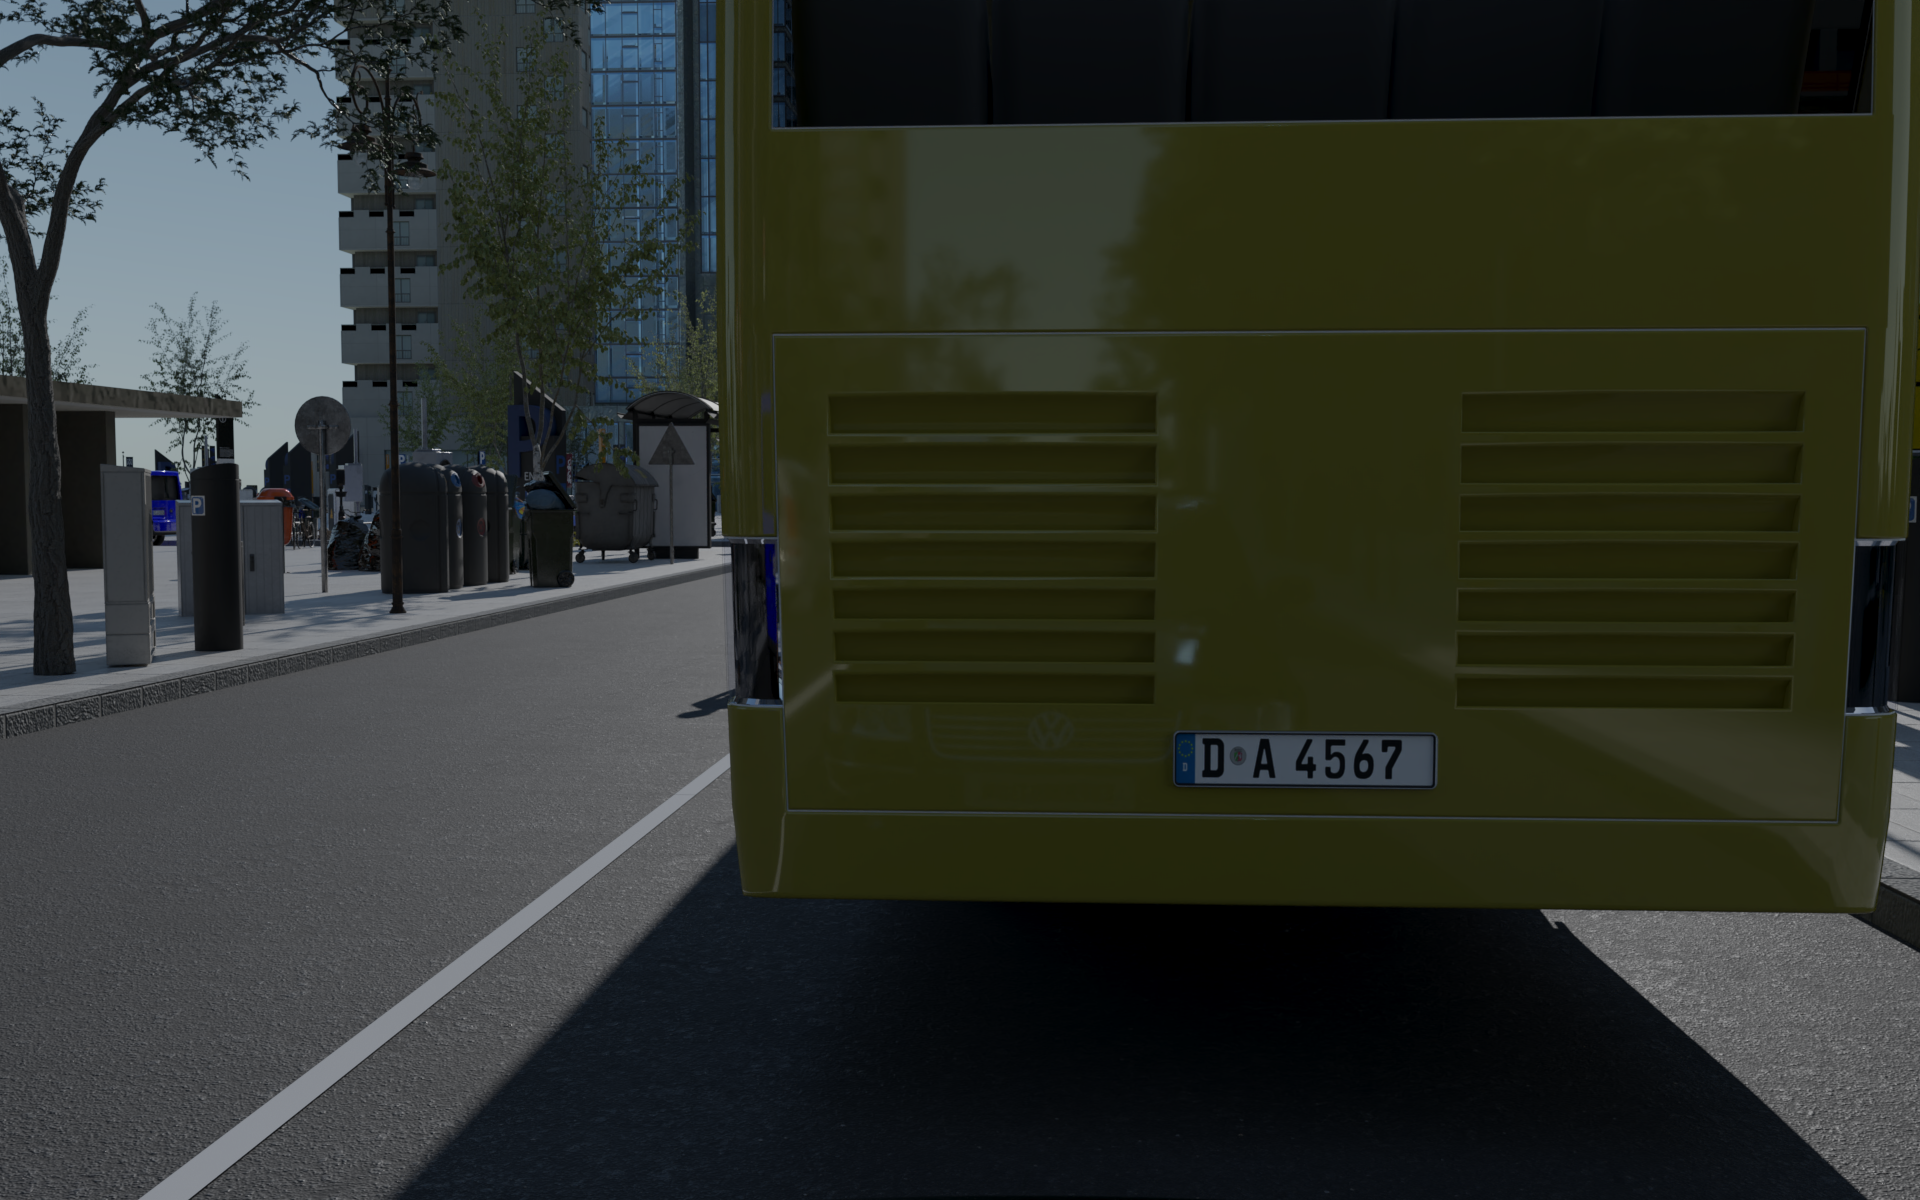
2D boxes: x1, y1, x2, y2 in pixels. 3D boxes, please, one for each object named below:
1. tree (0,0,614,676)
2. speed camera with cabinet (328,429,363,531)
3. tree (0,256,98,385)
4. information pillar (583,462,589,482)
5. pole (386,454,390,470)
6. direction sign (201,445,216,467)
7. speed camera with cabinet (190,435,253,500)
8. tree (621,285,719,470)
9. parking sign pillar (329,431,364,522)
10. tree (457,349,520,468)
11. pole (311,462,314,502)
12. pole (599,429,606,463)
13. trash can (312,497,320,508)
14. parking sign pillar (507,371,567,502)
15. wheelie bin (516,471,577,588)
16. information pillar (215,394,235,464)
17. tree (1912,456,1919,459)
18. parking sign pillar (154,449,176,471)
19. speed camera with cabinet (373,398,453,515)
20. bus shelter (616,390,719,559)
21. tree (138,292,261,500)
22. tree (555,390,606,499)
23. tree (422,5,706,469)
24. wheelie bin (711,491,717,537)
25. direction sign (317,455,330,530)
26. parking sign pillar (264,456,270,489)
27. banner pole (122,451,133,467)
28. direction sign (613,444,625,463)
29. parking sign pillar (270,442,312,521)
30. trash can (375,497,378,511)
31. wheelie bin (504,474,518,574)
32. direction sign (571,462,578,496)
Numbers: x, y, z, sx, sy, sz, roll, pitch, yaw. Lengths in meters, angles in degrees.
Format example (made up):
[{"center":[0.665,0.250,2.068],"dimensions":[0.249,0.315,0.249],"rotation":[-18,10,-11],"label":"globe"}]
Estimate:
[{"center":[-6.474,-4.769,12.382],"dimensions":[8.767,10.594,7.601],"rotation":[0,4,-7],"label":"tree"},{"center":[-18.837,-3.588,53.005],"dimensions":[0.660,3.252,2.038],"rotation":[-2,4,-33],"label":"speed camera with cabinet"},{"center":[-28.576,-6.250,52.543],"dimensions":[4.360,8.622,3.978],"rotation":[0,3,0],"label":"tree"},{"center":[-26.892,-8.153,124.659],"dimensions":[0.504,3.616,0.183],"rotation":[-2,4,-27],"label":"information pillar"},{"center":[-29.466,-5.836,89.257],"dimensions":[0.158,3.312,0.155],"rotation":[0,3,0],"label":"pole"},{"center":[-35.013,-5.429,80.767],"dimensions":[0.379,3.537,0.876],"rotation":[1,4,17],"label":"direction sign"},{"center":[-25.196,-3.961,59.104],"dimensions":[0.660,3.252,2.038],"rotation":[2,4,31],"label":"speed camera with cabinet"},{"center":[-9.291,-6.733,60.448],"dimensions":[4.360,8.622,3.978],"rotation":[0,3,0],"label":"tree"},{"center":[-26.091,-5.197,73.440],"dimensions":[1.447,3.967,1.447],"rotation":[2,4,27],"label":"parking sign pillar"},{"center":[-23.198,-8.326,86.497],"dimensions":[4.360,8.622,3.978],"rotation":[0,3,0],"label":"tree"},{"center":[-40.580,-7.006,108.396],"dimensions":[0.158,3.312,0.155],"rotation":[0,3,0],"label":"pole"},{"center":[-11.171,-3.688,54.142],"dimensions":[0.158,3.312,0.155],"rotation":[0,3,0],"label":"pole"},{"center":[-36.016,-5.253,97.542],"dimensions":[0.748,1.137,0.748],"rotation":[0,3,0],"label":"trash can"},{"center":[-9.229,-3.015,37.763],"dimensions":[1.447,3.967,1.447],"rotation":[2,4,25],"label":"parking sign pillar"},{"center":[-5.671,-0.979,23.915],"dimensions":[0.693,1.594,0.980],"rotation":[-1,4,-20],"label":"wheelie bin"},{"center":[-17.272,-3.020,40.724],"dimensions":[0.183,3.616,0.504],"rotation":[1,4,22],"label":"information pillar"},{"center":[15.902,-2.743,28.562],"dimensions":[4.285,4.588,4.351],"rotation":[0,3,0],"label":"tree"},{"center":[-47.911,-7.106,104.652],"dimensions":[1.447,3.967,1.447],"rotation":[2,4,31],"label":"parking sign pillar"},{"center":[-11.030,-2.494,35.121],"dimensions":[0.660,3.252,2.038],"rotation":[1,4,13],"label":"speed camera with cabinet"},{"center":[-5.542,-2.613,36.653],"dimensions":[2.014,3.302,5.546],"rotation":[0,4,4],"label":"bus shelter"},{"center":[-28.273,-6.943,63.885],"dimensions":[4.360,8.622,3.978],"rotation":[0,3,0],"label":"tree"},{"center":[-26.137,-10.216,117.393],"dimensions":[4.360,8.622,3.978],"rotation":[0,3,0],"label":"tree"},{"center":[-6.350,-4.661,26.563],"dimensions":[4.737,8.622,4.395],"rotation":[0,3,0],"label":"tree"},{"center":[-7.729,-2.712,52.248],"dimensions":[0.693,1.594,0.980],"rotation":[-2,4,-24],"label":"wheelie bin"},{"center":[-22.204,-4.185,60.428],"dimensions":[0.876,3.537,0.379],"rotation":[3,5,43],"label":"direction sign"},{"center":[-34.995,-6.129,88.681],"dimensions":[1.447,3.967,1.447],"rotation":[2,4,24],"label":"parking sign pillar"},{"center":[-48.899,-6.834,101.745],"dimensions":[0.401,3.779,0.863],"rotation":[2,4,31],"label":"banner pole"},{"center":[-15.540,-5.323,79.030],"dimensions":[0.876,3.537,0.379],"rotation":[3,5,43],"label":"direction sign"},{"center":[-29.342,-5.397,76.719],"dimensions":[1.447,3.967,1.447],"rotation":[1,4,21],"label":"parking sign pillar"},{"center":[-24.503,-3.792,73.652],"dimensions":[0.748,1.137,0.748],"rotation":[0,3,0],"label":"trash can"},{"center":[-7.452,-1.219,27.834],"dimensions":[0.980,1.594,0.693],"rotation":[0,4,-2],"label":"wheelie bin"},{"center":[-27.514,-7.990,122.633],"dimensions":[0.876,3.537,0.379],"rotation":[-1,4,-17],"label":"direction sign"}]
